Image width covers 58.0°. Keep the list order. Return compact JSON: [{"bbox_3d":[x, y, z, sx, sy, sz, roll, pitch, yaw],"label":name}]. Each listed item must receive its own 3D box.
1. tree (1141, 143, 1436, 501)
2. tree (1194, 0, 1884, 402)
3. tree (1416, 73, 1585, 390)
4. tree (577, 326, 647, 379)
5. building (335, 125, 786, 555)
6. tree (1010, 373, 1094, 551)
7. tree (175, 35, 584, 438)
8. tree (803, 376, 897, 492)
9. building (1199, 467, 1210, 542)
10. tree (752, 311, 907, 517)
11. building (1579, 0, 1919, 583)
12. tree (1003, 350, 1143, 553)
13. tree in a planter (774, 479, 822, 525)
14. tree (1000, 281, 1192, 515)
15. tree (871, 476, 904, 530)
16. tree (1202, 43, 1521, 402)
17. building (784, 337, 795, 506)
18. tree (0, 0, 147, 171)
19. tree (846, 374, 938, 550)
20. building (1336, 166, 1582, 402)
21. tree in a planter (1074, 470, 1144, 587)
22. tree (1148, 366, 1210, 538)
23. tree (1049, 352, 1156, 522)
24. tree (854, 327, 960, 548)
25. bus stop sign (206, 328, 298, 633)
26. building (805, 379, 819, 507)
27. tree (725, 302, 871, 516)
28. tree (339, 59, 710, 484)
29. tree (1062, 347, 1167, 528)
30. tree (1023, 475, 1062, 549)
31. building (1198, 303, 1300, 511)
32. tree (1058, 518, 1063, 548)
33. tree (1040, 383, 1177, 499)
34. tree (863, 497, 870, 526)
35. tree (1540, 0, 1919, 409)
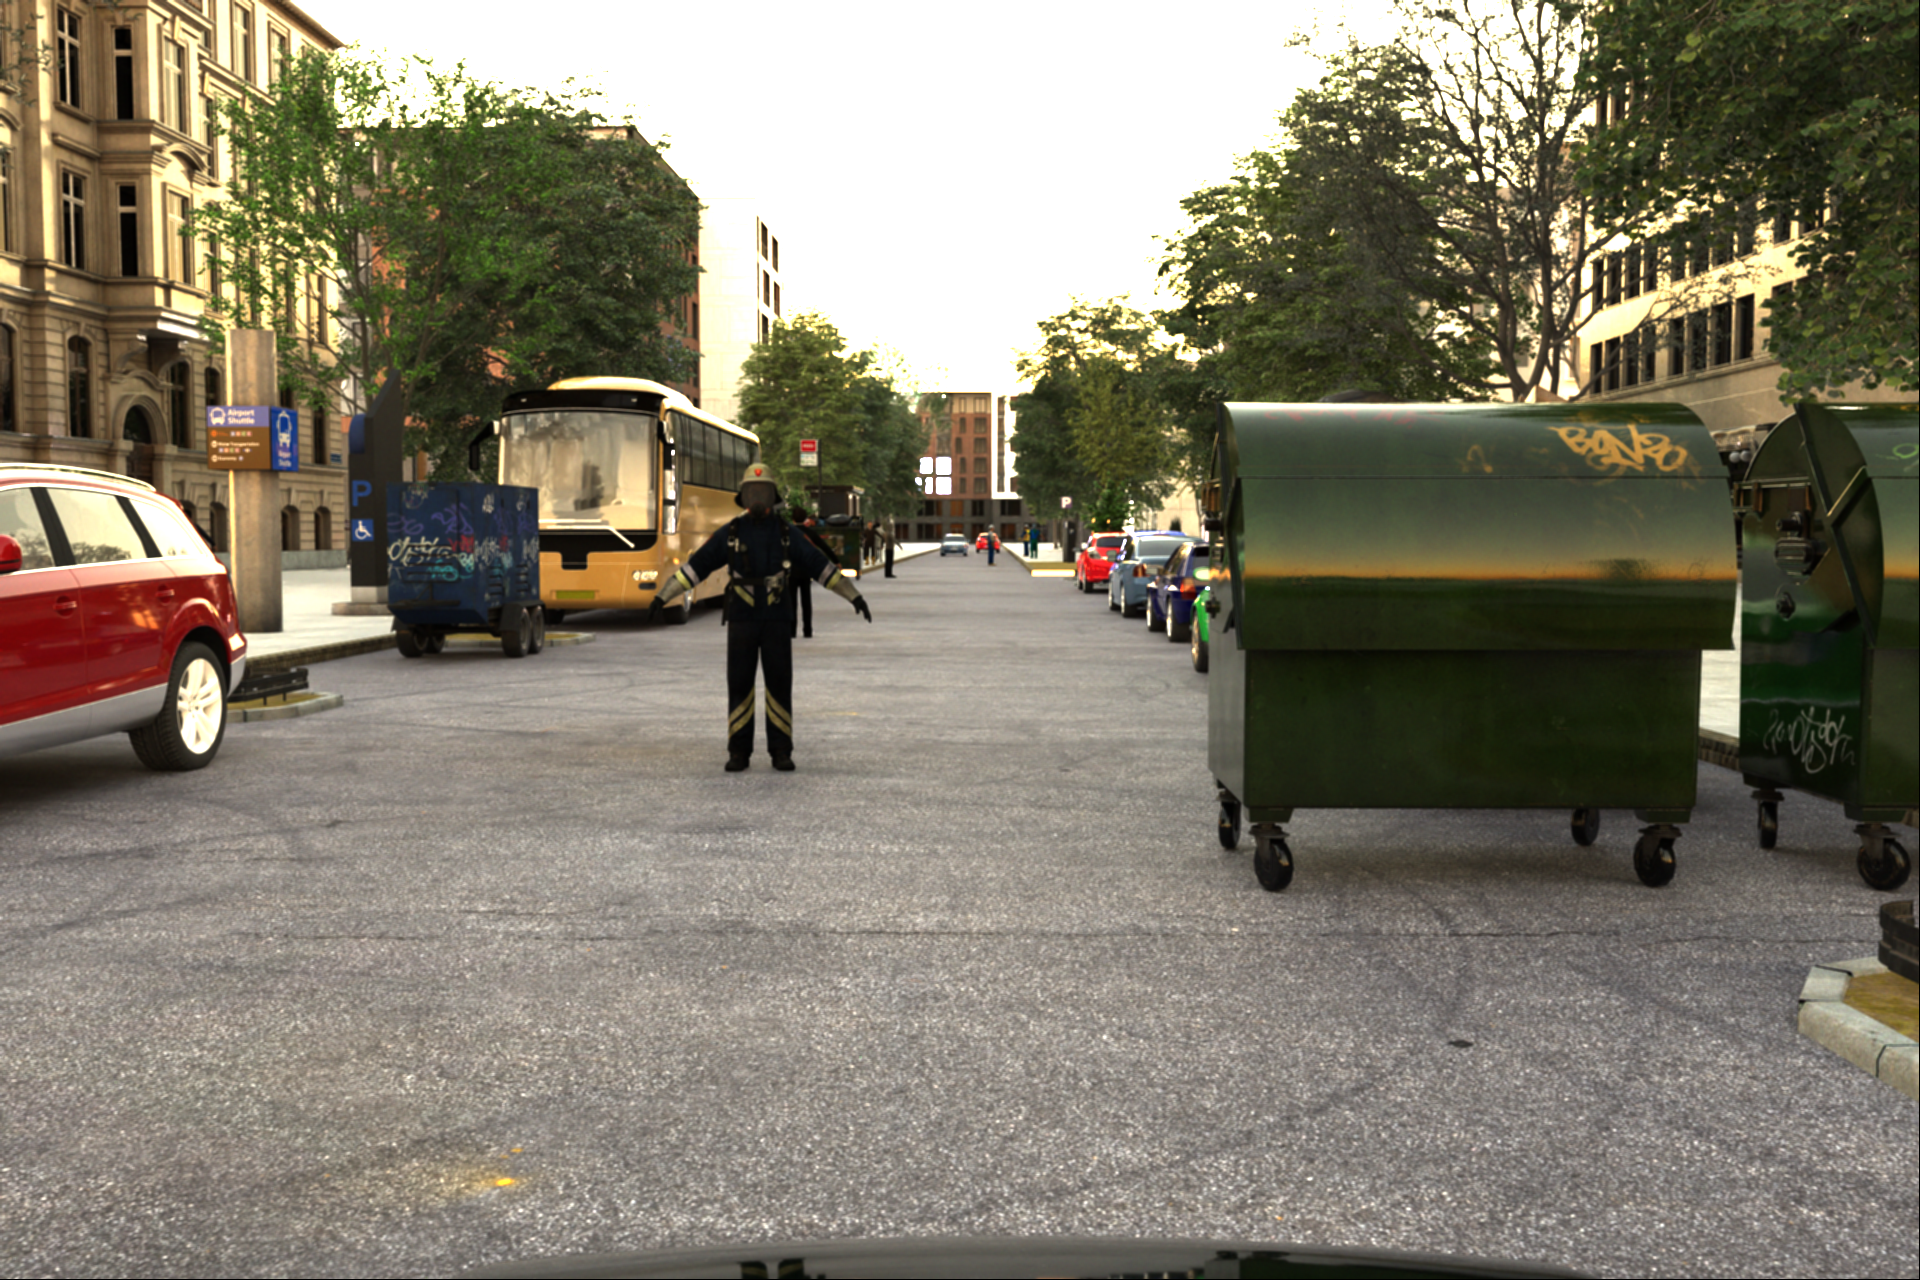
[{"bbox_3d":[10.427,-9.095,55.356,9.857,13.997,8.962,0,3,0],"label":"tree"},{"bbox_3d":[9.433,-7.219,28.405,12.009,13.543,11.850,0,3,0],"label":"tree"},{"bbox_3d":[25.635,-13.180,71.375,12.611,20.169,13.585,0,3,0],"label":"tree"},{"bbox_3d":[-11.519,-6.424,55.387,4.360,8.622,3.978,0,3,0],"label":"tree"},{"bbox_3d":[-26.370,-15.871,103.472,27.936,21.610,32.646,0,4,2],"label":"building"},{"bbox_3d":[8.230,-13.886,133.691,9.857,13.997,8.962,0,3,0],"label":"tree"},{"bbox_3d":[-11.776,-6.709,35.456,9.928,11.665,9.643,0,3,0],"label":"tree"},{"bbox_3d":[-7.592,-11.315,110.760,9.928,11.665,9.643,0,3,0],"label":"tree"},{"bbox_3d":[21.794,-10.459,113.147,9.099,9.664,28.070,0,4,1],"label":"building"},{"bbox_3d":[-7.466,-11.750,98.770,9.857,13.997,8.962,0,3,0],"label":"tree"},{"bbox_3d":[29.749,-14.458,38.553,24.374,26.755,37.873,0,4,1],"label":"building"},{"bbox_3d":[8.109,-13.048,119.988,9.857,13.997,8.962,0,3,0],"label":"tree"},{"bbox_3d":[-5.350,-3.620,56.409,1.991,3.239,1.994,0,4,1],"label":"tree in a planter"},{"bbox_3d":[7.086,-11.023,86.876,9.857,13.997,8.962,0,3,0],"label":"tree"},{"bbox_3d":[-6.844,-11.947,145.703,4.360,8.622,3.978,0,3,0],"label":"tree"},{"bbox_3d":[9.229,-7.524,41.142,7.486,12.596,7.792,0,3,0],"label":"tree"},{"bbox_3d":[-22.451,-18.613,135.244,19.493,23.208,18.063,0,4,2],"label":"building"},{"bbox_3d":[-12.141,-6.301,13.396,12.009,13.543,11.850,0,3,0],"label":"tree"},{"bbox_3d":[-6.637,-14.094,137.093,9.857,13.997,8.962,0,3,0],"label":"tree"},{"bbox_3d":[25.808,-14.631,95.631,16.016,20.090,11.380,0,4,1],"label":"building"},{"bbox_3d":[4.181,-3.115,48.149,1.991,3.239,1.994,0,4,1],"label":"tree in a planter"},{"bbox_3d":[10.340,-7.615,74.872,4.737,8.622,4.395,0,3,0],"label":"tree"},{"bbox_3d":[8.842,-11.574,107.369,7.486,12.596,7.792,0,3,0],"label":"tree"},{"bbox_3d":[-6.018,-18.449,157.523,12.611,20.169,13.585,0,3,0],"label":"tree"},{"bbox_3d":[-9.191,-2.051,22.551,0.837,3.901,0.837,0,4,2],"label":"bus stop sign"},{"bbox_3d":[-24.550,-20.071,194.623,16.747,18.905,31.486,0,4,1],"label":"building"},{"bbox_3d":[-7.974,-10.216,85.159,7.486,12.596,7.792,0,3,0],"label":"tree"},{"bbox_3d":[-11.462,-8.551,46.471,9.857,13.997,8.962,0,3,0],"label":"tree"},{"bbox_3d":[5.785,-7.186,67.849,4.737,8.622,4.395,0,3,0],"label":"tree"},{"bbox_3d":[8.432,-14.093,148.550,7.486,12.596,7.792,0,3,0],"label":"tree"},{"bbox_3d":[24.969,-17.502,142.576,16.016,20.090,11.380,0,4,1],"label":"building"},{"bbox_3d":[9.435,-14.318,159.846,9.928,11.665,9.643,0,3,0],"label":"tree"},{"bbox_3d":[8.012,-9.984,97.658,8.767,10.594,7.601,0,4,-3],"label":"tree"},{"bbox_3d":[-7.497,-10.390,120.234,4.360,8.622,3.978,0,3,0],"label":"tree"},{"bbox_3d":[9.314,-6.584,14.297,9.857,13.997,8.962,0,3,0],"label":"tree"}]
